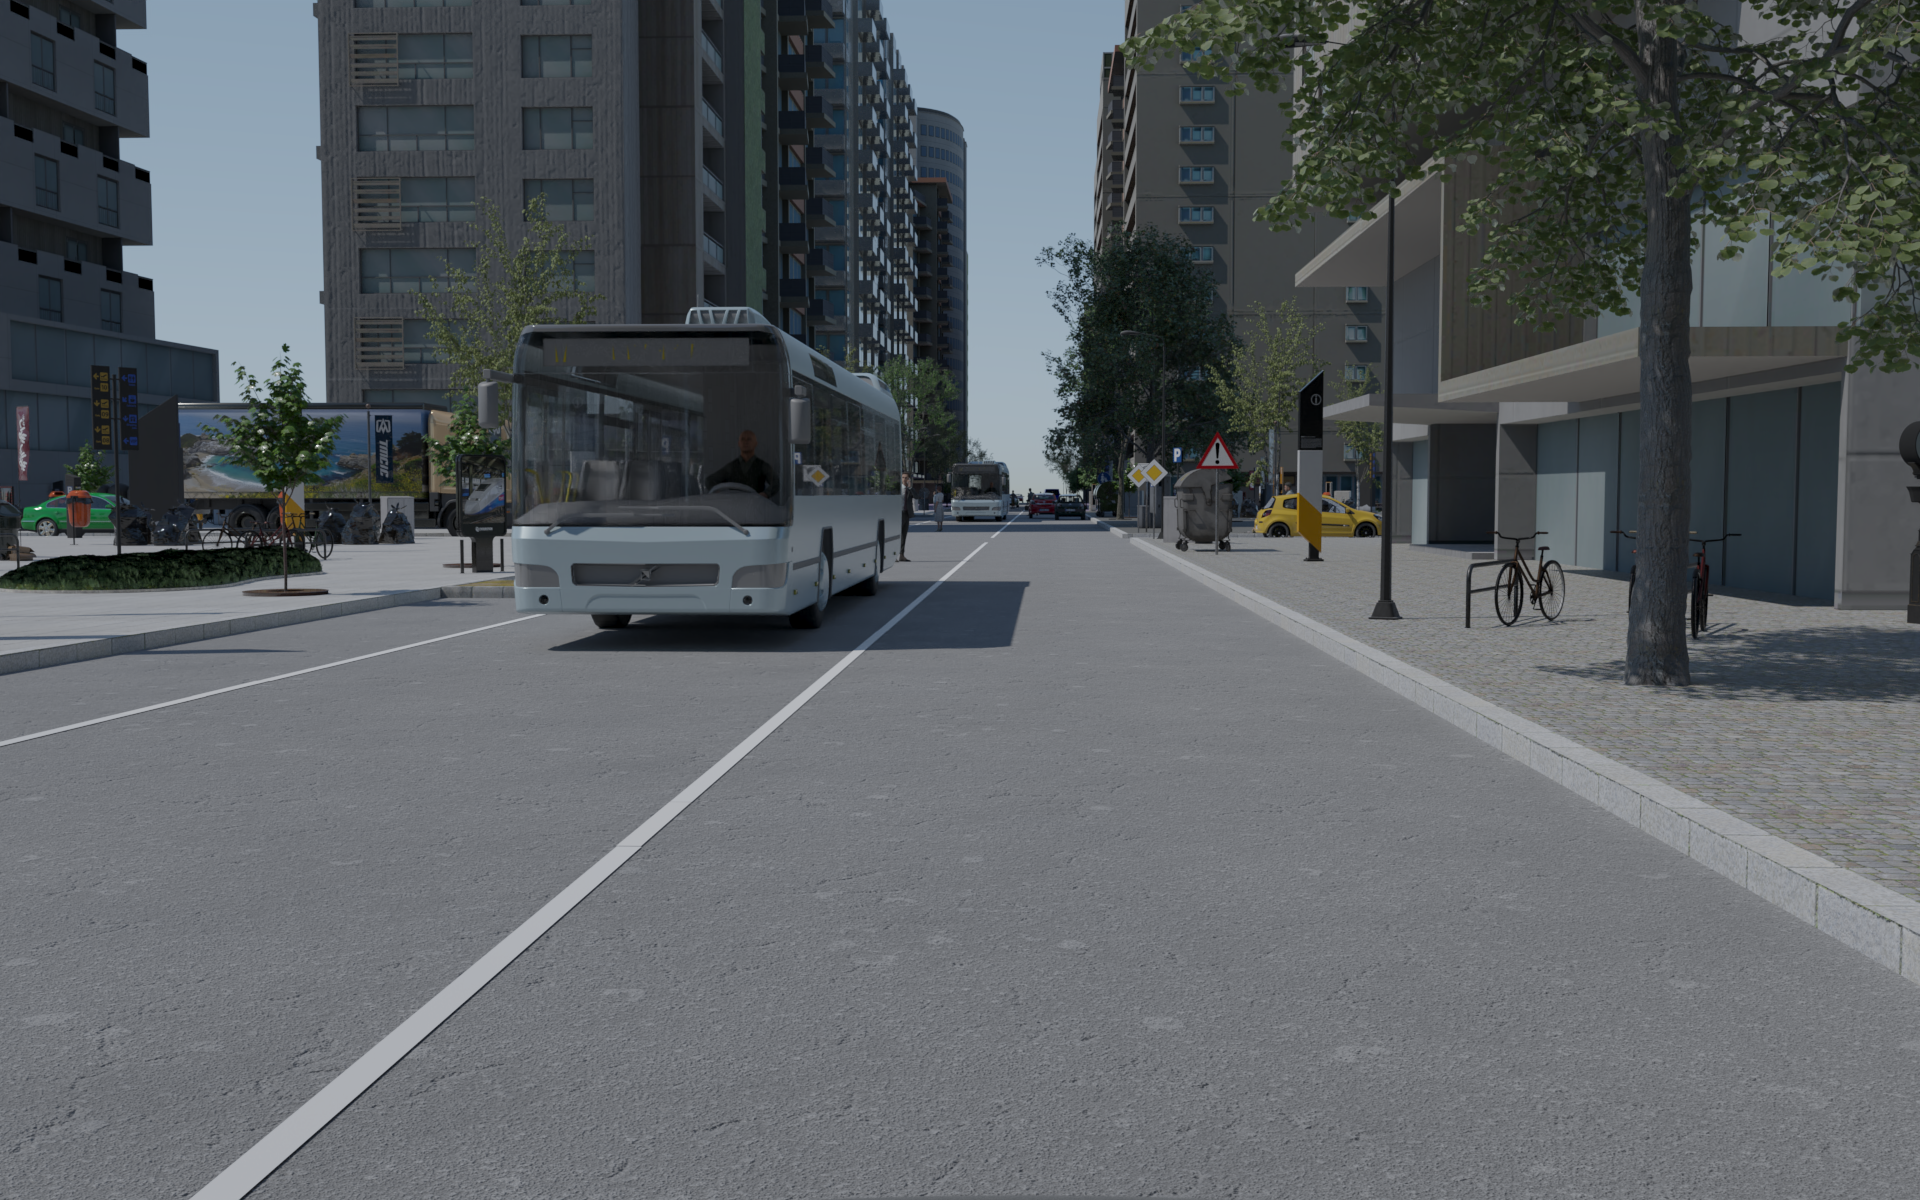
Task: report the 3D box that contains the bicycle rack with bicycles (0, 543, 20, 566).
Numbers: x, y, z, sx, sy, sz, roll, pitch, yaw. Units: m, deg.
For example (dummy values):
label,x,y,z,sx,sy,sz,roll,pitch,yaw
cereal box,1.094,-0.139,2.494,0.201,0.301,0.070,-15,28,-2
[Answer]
label,x,y,z,sx,sy,sz,roll,pitch,yaw
bicycle rack with bicycles,-17.407,-0.958,29.039,2.852,0.926,2.925,2,4,31

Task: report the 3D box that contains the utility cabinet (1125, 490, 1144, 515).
label,x,y,z,sx,sy,sz,roll,pitch,yaw
utility cabinet,10.778,-6.016,107.037,1.173,1.500,0.318,2,4,32

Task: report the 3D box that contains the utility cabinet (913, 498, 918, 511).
label,x,y,z,sx,sy,sz,roll,pitch,yaw
utility cabinet,-3.510,-7.241,129.546,0.306,1.237,1.020,-2,4,-33

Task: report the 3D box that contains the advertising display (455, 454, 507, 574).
label,x,y,z,sx,sy,sz,roll,pitch,yaw
advertising display,-7.810,-1.411,28.288,0.123,1.923,0.974,2,4,33

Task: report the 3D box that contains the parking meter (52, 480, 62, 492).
label,x,y,z,sx,sy,sz,roll,pitch,yaw
parking meter,-38.373,-4.159,73.703,0.399,1.863,0.255,0,4,-6

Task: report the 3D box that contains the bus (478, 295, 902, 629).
label,x,y,z,sx,sy,sz,roll,pitch,yaw
bus,-2.546,-1.616,21.283,2.948,3.499,13.247,0,4,3

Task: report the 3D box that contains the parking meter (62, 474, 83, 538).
label,x,y,z,sx,sy,sz,roll,pitch,yaw
parking meter,-25.767,-2.732,50.381,0.399,1.863,0.255,1,4,20

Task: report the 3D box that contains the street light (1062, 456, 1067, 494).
label,x,y,z,sx,sy,sz,roll,pitch,yaw
street light,11.473,-12.518,177.208,1.470,5.913,1.316,0,4,3

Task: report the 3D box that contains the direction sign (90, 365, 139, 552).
label,x,y,z,sx,sy,sz,roll,pitch,yaw
direction sign,-15.012,-2.375,30.832,0.379,3.537,0.876,2,4,30

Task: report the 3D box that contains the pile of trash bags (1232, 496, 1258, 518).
label,x,y,z,sx,sy,sz,roll,pitch,yaw
pile of trash bags,14.384,-5.117,93.418,3.447,1.369,1.912,1,4,10

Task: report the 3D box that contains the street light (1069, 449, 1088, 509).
label,x,y,z,sx,sy,sz,roll,pitch,yaw
street light,10.032,-10.544,144.928,1.470,5.913,1.316,0,4,3

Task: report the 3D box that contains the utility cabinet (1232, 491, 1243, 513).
label,x,y,z,sx,sy,sz,roll,pitch,yaw
utility cabinet,18.295,-6.525,115.355,1.173,1.500,0.318,-2,4,-35

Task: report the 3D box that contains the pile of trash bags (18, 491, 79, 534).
label,x,y,z,sx,sy,sz,roll,pitch,yaw
pile of trash bags,-33.019,-3.102,60.473,3.447,1.369,1.912,-3,5,-44

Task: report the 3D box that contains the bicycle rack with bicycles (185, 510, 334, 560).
label,x,y,z,sx,sy,sz,roll,pitch,yaw
bicycle rack with bicycles,-13.323,-1.220,33.334,2.852,0.926,2.925,2,4,32

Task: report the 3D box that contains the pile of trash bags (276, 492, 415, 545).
label,x,y,z,sx,sy,sz,roll,pitch,yaw
pile of trash bags,-15.714,-2.092,43.951,1.912,1.369,3.447,2,4,35

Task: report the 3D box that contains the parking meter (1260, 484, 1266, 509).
label,x,y,z,sx,sy,sz,roll,pitch,yaw
parking meter,17.988,-5.925,102.587,0.255,1.863,0.399,-1,4,-22

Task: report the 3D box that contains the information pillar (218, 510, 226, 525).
label,x,y,z,sx,sy,sz,roll,pitch,yaw
information pillar,-30.184,-4.057,70.816,0.304,2.012,0.304,-2,4,-25

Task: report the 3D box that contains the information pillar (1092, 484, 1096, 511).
label,x,y,z,sx,sy,sz,roll,pitch,yaw
information pillar,9.986,-7.628,129.202,0.304,2.012,0.304,0,4,1

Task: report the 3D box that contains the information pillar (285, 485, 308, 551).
label,x,y,z,sx,sy,sz,roll,pitch,yaw
information pillar,-14.776,-2.878,38.416,0.183,3.616,0.504,2,4,31

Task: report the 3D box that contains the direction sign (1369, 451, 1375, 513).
label,x,y,z,sx,sy,sz,roll,pitch,yaw
direction sign,21.759,-6.085,91.487,0.379,3.537,0.876,0,4,-6

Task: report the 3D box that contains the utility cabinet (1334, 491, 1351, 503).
label,x,y,z,sx,sy,sz,roll,pitch,yaw
utility cabinet,27.430,-7.066,124.208,1.173,1.500,0.318,3,4,39

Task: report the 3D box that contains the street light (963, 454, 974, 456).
label,x,y,z,sx,sy,sz,roll,pitch,yaw
street light,0.863,-13.846,198.917,1.470,5.913,1.316,0,4,3

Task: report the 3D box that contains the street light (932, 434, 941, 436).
label,x,y,z,sx,sy,sz,roll,pitch,yaw
street light,-2.217,-9.932,134.922,1.470,5.913,1.316,0,4,3

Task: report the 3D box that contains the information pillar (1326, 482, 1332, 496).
label,x,y,z,sx,sy,sz,roll,pitch,yaw
information pillar,22.725,-6.251,106.695,0.304,2.012,0.304,2,4,31

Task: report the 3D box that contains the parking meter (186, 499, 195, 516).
label,x,y,z,sx,sy,sz,roll,pitch,yaw
parking meter,-35.864,-4.424,80.737,0.372,1.533,0.369,0,3,0

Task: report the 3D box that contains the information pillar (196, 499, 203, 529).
label,x,y,z,sx,sy,sz,roll,pitch,yaw
information pillar,-26.675,-4.240,60.681,0.183,3.616,0.504,-1,4,-9

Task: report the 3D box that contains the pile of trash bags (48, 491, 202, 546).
label,x,y,z,sx,sy,sz,roll,pitch,yaw
pile of trash bags,-20.875,-2.073,43.641,3.447,1.369,1.912,0,4,6

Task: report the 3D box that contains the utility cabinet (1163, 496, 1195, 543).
label,x,y,z,sx,sy,sz,roll,pitch,yaw
utility cabinet,5.891,-2.111,45.672,1.020,1.237,0.306,1,4,14

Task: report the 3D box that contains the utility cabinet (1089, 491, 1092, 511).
label,x,y,z,sx,sy,sz,roll,pitch,yaw
utility cabinet,9.929,-7.460,130.655,0.318,1.500,1.173,0,4,-1

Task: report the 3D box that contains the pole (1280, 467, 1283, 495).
label,x,y,z,sx,sy,sz,roll,pitch,yaw
pole,24.292,-8.374,130.764,0.158,3.312,0.155,0,3,0

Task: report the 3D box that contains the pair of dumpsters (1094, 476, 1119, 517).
label,x,y,z,sx,sy,sz,roll,pitch,yaw
pair of dumpsters,8.332,-5.781,97.019,1.574,2.255,4.437,0,4,3

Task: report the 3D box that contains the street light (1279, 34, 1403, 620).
label,x,y,z,sx,sy,sz,roll,pitch,yaw
street light,3.831,-2.759,17.647,1.470,5.913,1.316,0,4,3

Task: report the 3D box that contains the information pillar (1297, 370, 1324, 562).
label,x,y,z,sx,sy,sz,roll,pitch,yaw
information pillar,6.655,-2.538,32.859,0.504,3.616,0.183,-1,4,-12

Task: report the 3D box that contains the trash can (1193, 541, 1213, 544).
label,x,y,z,sx,sy,sz,roll,pitch,yaw
trash can,6.301,-2.023,44.723,0.748,1.137,0.748,0,3,0

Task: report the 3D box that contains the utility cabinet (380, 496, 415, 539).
label,x,y,z,sx,sy,sz,roll,pitch,yaw
utility cabinet,-16.062,-2.344,49.486,0.306,1.237,1.020,2,4,28

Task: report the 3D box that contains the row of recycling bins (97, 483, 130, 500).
label,x,y,z,sx,sy,sz,roll,pitch,yaw
row of recycling bins,-31.209,-3.559,65.301,3.534,1.692,1.069,1,4,14

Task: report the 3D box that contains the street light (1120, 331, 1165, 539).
label,x,y,z,sx,sy,sz,roll,pitch,yaw
street light,5.262,-4.700,49.382,1.470,5.913,1.316,0,4,3

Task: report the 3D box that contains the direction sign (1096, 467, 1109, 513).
label,x,y,z,sx,sy,sz,roll,pitch,yaw
direction sign,8.956,-7.140,108.741,0.876,3.537,0.379,-2,4,-25

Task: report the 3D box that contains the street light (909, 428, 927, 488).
label,x,y,z,sx,sy,sz,roll,pitch,yaw
street light,-2.980,-9.091,121.183,1.470,5.913,1.316,0,4,3

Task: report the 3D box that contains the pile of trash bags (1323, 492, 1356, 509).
label,x,y,z,sx,sy,sz,roll,pitch,yaw
pile of trash bags,19.581,-4.954,90.743,1.912,1.369,3.447,0,4,-4

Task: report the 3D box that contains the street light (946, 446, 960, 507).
label,x,y,z,sx,sy,sz,roll,pitch,yaw
street light,-0.723,-11.870,166.612,1.470,5.913,1.316,0,4,3

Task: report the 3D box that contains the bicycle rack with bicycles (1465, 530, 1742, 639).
label,x,y,z,sx,sy,sz,roll,pitch,yaw
bicycle rack with bicycles,6.269,-0.214,16.879,2.852,0.926,2.925,2,4,33

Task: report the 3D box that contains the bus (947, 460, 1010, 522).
label,x,y,z,sx,sy,sz,roll,pitch,yaw
bus,1.175,-6.016,93.217,2.948,3.499,13.247,0,4,4
